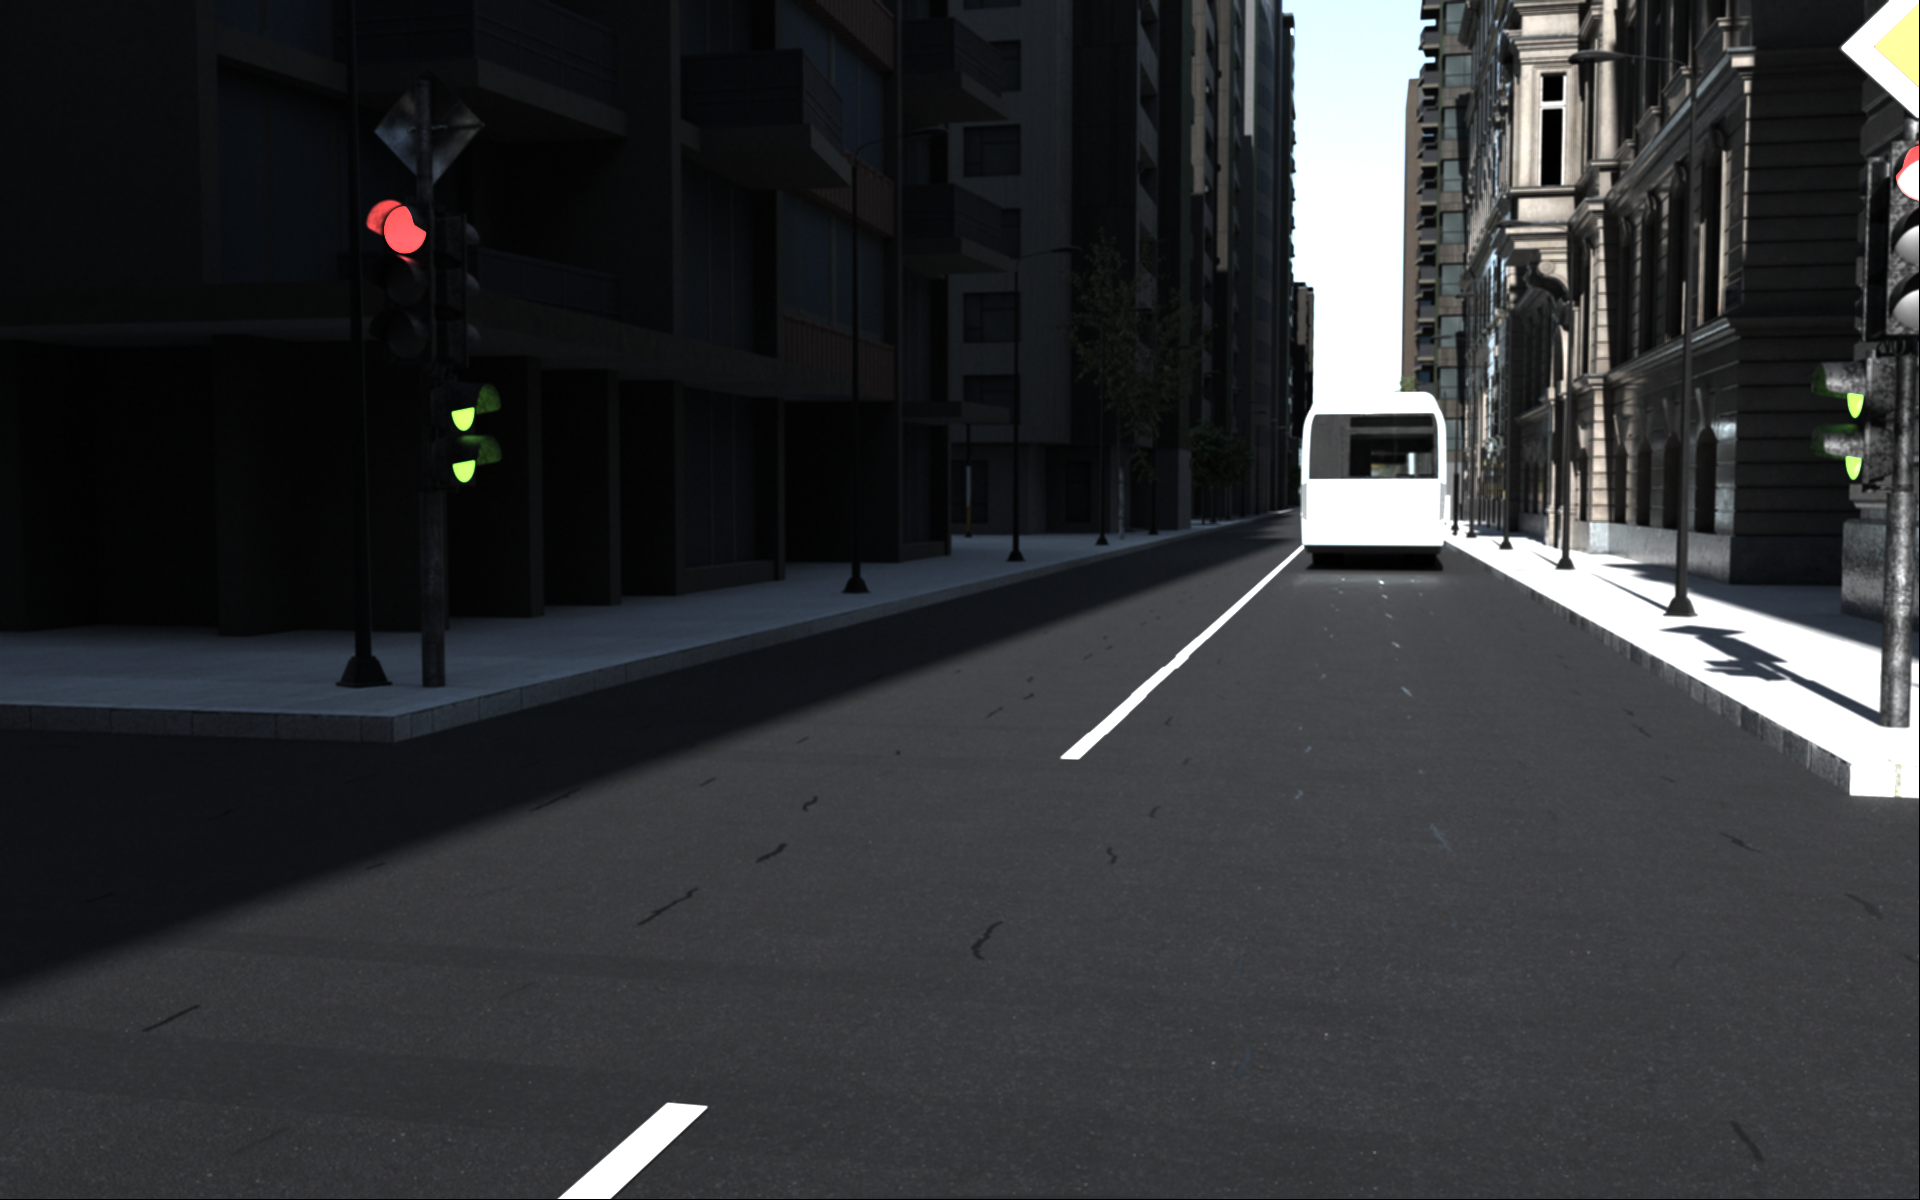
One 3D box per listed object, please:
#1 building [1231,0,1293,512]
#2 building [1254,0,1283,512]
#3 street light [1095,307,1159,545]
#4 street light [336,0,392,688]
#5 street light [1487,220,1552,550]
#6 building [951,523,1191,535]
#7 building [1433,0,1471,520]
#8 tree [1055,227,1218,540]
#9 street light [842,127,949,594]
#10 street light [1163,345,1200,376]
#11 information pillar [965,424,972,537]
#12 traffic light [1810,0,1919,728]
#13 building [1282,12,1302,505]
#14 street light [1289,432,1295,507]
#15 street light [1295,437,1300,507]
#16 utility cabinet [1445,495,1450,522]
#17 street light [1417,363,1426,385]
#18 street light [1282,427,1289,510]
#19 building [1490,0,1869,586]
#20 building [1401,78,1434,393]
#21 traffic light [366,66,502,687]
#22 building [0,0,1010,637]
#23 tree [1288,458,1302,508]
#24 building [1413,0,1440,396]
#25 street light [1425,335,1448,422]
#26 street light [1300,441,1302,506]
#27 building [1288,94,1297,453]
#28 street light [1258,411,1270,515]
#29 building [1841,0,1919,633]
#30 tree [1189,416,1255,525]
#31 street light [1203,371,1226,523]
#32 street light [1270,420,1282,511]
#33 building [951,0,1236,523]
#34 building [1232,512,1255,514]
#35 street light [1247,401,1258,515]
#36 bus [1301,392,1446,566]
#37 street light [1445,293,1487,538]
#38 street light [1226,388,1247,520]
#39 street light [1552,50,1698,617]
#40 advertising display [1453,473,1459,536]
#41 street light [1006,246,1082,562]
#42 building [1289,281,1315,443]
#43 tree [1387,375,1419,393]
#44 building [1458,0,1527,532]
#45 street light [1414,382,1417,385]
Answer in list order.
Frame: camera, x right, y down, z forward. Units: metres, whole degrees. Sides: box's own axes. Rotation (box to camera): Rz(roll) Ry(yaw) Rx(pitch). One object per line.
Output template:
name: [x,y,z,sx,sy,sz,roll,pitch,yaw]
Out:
building: [21.038,-28.475,149.159,14.154,41.232,14.086,1,4,13]
building: [12.614,-35.897,128.908,21.231,58.520,28.212,1,4,13]
street light: [4.099,-4.324,43.246,1.470,5.913,1.316,1,4,13]
street light: [-3.473,-2.372,11.316,1.470,5.913,1.316,1,4,13]
street light: [9.773,-3.478,29.414,1.470,5.913,1.316,1,4,13]
building: [0.394,-17.621,59.809,14.160,30.474,14.107,1,4,13]
building: [31.916,-19.463,89.923,14.160,30.474,14.107,1,4,13]
tree: [4.775,-5.998,48.434,4.737,8.622,4.395,0,3,0]
street light: [-0.825,-3.038,22.210,1.470,5.913,1.316,1,4,13]
street light: [6.621,-4.999,54.269,1.470,5.913,1.316,1,4,13]
information pillar: [0.262,-3.674,51.424,0.183,3.616,0.504,0,4,6]
traffic light: [5.144,-1.256,9.455,0.839,4.253,0.868,1,4,13]
building: [30.864,-54.921,210.634,22.319,86.520,31.000,1,4,13]
street light: [24.200,-9.646,130.260,1.470,5.913,1.316,1,4,13]
street light: [26.721,-10.320,141.265,1.470,5.913,1.316,1,4,13]
utility cabinet: [22.218,-4.160,79.178,0.306,1.237,1.020,1,4,12]
street light: [16.992,-5.424,61.229,1.470,5.913,1.316,1,4,13]
street light: [21.769,-9.003,119.735,1.470,5.913,1.316,1,4,13]
building: [19.720,-13.454,39.061,14.460,24.649,34.723,1,4,13]
building: [53.748,-32.533,182.018,14.600,45.320,14.200,1,4,13]
traffic light: [-3.494,-1.377,11.431,0.839,4.253,0.868,1,4,13]
building: [-11.427,-22.899,29.032,22.147,44.769,28.867,1,4,13]
tree: [30.389,-10.771,159.821,4.285,4.588,4.351,0,3,0]
building: [48.231,-29.656,139.498,22.147,44.769,28.867,1,4,13]
street light: [14.441,-4.776,50.629,1.470,5.913,1.316,1,4,13]
street light: [29.229,-10.962,151.772,1.470,5.913,1.316,1,4,13]
building: [23.729,-32.274,182.303,22.147,44.769,28.867,1,4,13]
street light: [16.488,-7.642,97.487,1.470,5.913,1.316,1,4,13]
building: [17.387,-11.149,11.164,19.941,23.489,11.050,1,4,13]
tree: [10.113,-5.428,72.454,4.285,4.588,4.351,0,3,0]
street light: [9.154,-5.696,65.666,1.470,5.913,1.316,1,4,13]
street light: [19.170,-8.307,108.353,1.470,5.913,1.316,1,4,13]
building: [7.217,-19.679,93.446,14.160,30.474,14.107,1,4,13]
building: [11.100,-25.965,108.119,14.154,41.232,14.086,1,4,13]
street light: [13.923,-6.958,86.296,1.470,5.913,1.316,1,4,13]
bus: [9.123,-2.635,37.938,2.948,3.499,13.247,1,4,14]
street light: [12.091,-4.124,39.965,1.470,5.913,1.316,1,4,13]
street light: [11.713,-6.345,76.277,1.470,5.913,1.316,1,4,13]
street light: [7.065,-2.792,18.194,1.470,5.913,1.316,1,4,13]
advertising display: [15.397,-2.969,53.750,0.123,1.923,0.974,1,4,18]
street light: [1.591,-3.682,32.739,1.470,5.913,1.316,1,4,13]
building: [40.315,-28.240,233.426,14.160,30.474,14.107,1,4,13]
tree: [42.500,-15.122,165.367,7.486,12.596,7.792,0,3,0]
building: [26.533,-16.562,68.054,12.463,27.353,25.104,1,4,13]
street light: [19.487,-6.067,71.739,1.470,5.913,1.316,1,4,13]
